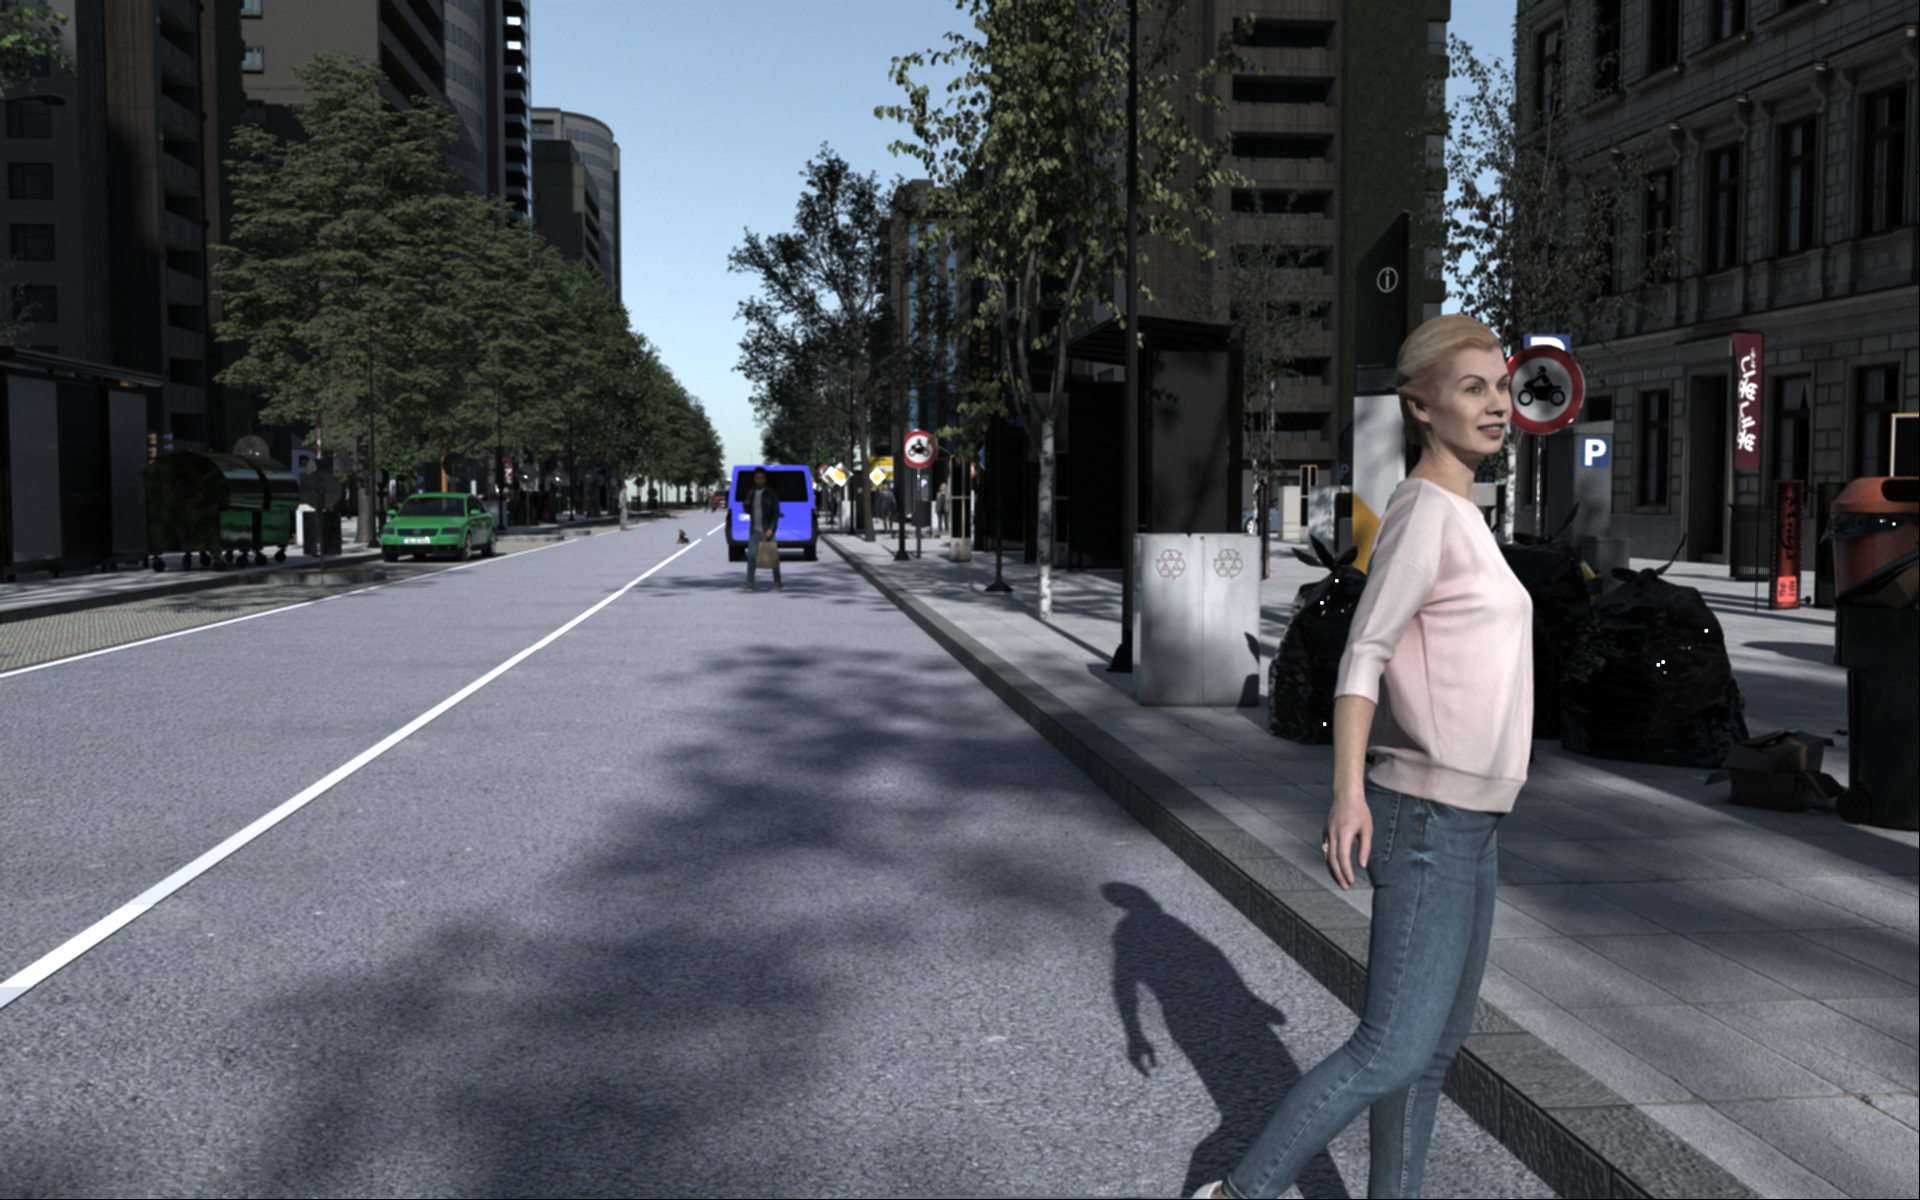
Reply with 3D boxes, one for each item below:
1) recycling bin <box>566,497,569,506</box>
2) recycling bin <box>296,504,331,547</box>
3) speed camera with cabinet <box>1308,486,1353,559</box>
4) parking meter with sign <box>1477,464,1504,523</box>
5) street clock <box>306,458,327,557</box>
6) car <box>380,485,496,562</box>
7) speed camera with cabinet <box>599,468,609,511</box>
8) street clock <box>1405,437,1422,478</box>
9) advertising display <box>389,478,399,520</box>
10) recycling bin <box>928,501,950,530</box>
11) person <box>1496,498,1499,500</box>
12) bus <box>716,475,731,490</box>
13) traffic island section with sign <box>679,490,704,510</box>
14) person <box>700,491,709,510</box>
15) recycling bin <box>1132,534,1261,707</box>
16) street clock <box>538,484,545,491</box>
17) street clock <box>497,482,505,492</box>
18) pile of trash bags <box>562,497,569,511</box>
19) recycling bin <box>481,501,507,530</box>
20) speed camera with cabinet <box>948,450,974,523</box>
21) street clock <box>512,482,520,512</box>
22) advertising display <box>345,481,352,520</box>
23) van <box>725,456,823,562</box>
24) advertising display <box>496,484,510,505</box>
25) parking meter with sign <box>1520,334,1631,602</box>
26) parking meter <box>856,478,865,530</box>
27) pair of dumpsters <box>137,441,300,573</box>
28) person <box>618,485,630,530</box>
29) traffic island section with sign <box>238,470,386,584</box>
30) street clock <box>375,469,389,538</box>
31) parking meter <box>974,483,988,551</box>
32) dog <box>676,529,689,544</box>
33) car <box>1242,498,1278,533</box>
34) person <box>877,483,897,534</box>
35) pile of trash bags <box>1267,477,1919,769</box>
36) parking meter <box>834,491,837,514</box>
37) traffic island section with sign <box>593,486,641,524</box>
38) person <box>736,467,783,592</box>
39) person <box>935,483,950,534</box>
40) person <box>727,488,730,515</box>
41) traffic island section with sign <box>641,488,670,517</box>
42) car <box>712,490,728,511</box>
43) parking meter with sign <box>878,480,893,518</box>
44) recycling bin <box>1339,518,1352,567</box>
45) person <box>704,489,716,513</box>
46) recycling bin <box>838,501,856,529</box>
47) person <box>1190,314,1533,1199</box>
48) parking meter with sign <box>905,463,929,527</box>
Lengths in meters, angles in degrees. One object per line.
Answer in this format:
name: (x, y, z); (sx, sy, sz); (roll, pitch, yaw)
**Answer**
recycling bin: (-30.282, -7.328, 132.374); (0.722, 1.027, 0.722); (-1, 4, -23)
recycling bin: (-15.863, -1.835, 42.554); (0.722, 1.027, 0.722); (-1, 4, -9)
speed camera with cabinet: (7.882, -2.469, 34.697); (2.038, 3.252, 0.660); (-3, 4, -37)
parking meter with sign: (16.306, -3.517, 53.767); (0.543, 3.016, 1.738); (0, 4, 3)
street clock: (-13.091, -1.878, 35.273); (0.471, 2.002, 0.358); (3, 5, 41)
car: (-11.288, -1.763, 37.623); (1.959, 1.807, 4.718); (0, 4, -5)
speed camera with cabinet: (-26.754, -8.413, 131.890); (2.038, 3.252, 0.660); (2, 4, 26)
street clock: (4.506, -0.769, 17.142); (0.471, 2.002, 0.358); (-3, 5, -41)
advertising display: (-23.369, -4.056, 71.531); (0.123, 1.923, 0.974); (-2, 4, -34)
recycling bin: (-0.688, -3.047, 62.372); (0.722, 1.027, 0.722); (1, 4, 22)
person: (19.037, -3.277, 62.248); (0.590, 1.801, 0.661); (1, 4, 15)
bus: (-25.610, -12.211, 194.516); (2.948, 3.499, 13.247); (0, 4, -5)
traffic island section with sign: (-24.990, -9.266, 160.123); (1.989, 1.847, 2.006); (0, 4, -6)
person: (-22.959, -9.053, 157.227); (1.217, 1.735, 0.721); (0, 4, 6)
recycling bin: (1.460, 0.109, 10.772); (0.722, 1.027, 0.722); (0, 4, 1)
street clock: (-29.149, -7.104, 120.716); (0.471, 2.002, 0.358); (-2, 4, -33)
street clock: (-27.069, -5.971, 102.189); (0.358, 2.002, 0.471); (2, 4, 33)
pile of trash bags: (-30.321, -7.352, 129.951); (1.912, 1.369, 3.447); (-1, 4, -11)
recycling bin: (-16.846, -3.057, 62.544); (0.722, 1.027, 0.722); (3, 5, 43)
speed camera with cabinet: (0.494, -5.074, 77.295); (2.038, 3.252, 0.660); (2, 4, 33)
street clock: (-25.907, -5.900, 101.040); (0.358, 2.002, 0.471); (2, 4, 26)
advertising display: (-30.646, -4.991, 86.815); (0.123, 1.923, 0.974); (-2, 4, -30)
van: (-4.154, -2.088, 38.517); (2.240, 2.365, 5.245); (0, 4, -5)
advertising display: (-28.741, -6.335, 108.792); (0.974, 1.923, 0.123); (0, 4, 4)
parking meter with sign: (6.476, -1.339, 18.156); (0.543, 3.016, 1.738); (0, 4, -6)
parking meter: (-3.532, -3.474, 62.508); (0.399, 1.863, 0.255); (2, 4, 26)
pair of dumpsters: (-12.898, -1.699, 30.274); (1.574, 2.255, 4.437); (0, 4, -6)
person: (-13.387, -3.688, 68.901); (0.391, 1.810, 0.635); (-1, 4, -19)
traffic island section with sign: (-10.545, -1.209, 28.390); (1.989, 1.847, 2.006); (0, 4, -6)
street clock: (-16.767, -2.794, 50.246); (0.471, 2.002, 0.358); (3, 5, 39)
parking meter: (0.499, -1.880, 39.157); (0.372, 1.533, 0.369); (0, 3, 0)
dog: (-8.121, -1.845, 50.366); (0.550, 0.427, 0.748); (1, 4, 13)
car: (11.428, -2.949, 60.225); (4.499, 1.417, 2.014); (0, 4, -8)
person: (-2.512, -3.124, 59.698); (0.709, 1.813, 0.853); (0, 4, -3)
pile of trash bags: (3.394, 0.053, 8.894); (3.447, 1.369, 1.912); (0, 4, -4)
parking meter: (-8.022, -6.231, 110.287); (0.372, 1.533, 0.369); (0, 3, 0)
traffic island section with sign: (-16.570, -4.574, 83.407); (1.989, 1.847, 2.006); (0, 4, -6)
person: (-2.831, -1.010, 24.994); (0.794, 1.824, 0.713); (3, 5, 44)
person: (-0.464, -2.975, 57.324); (0.709, 1.800, 0.728); (1, 4, 9)
person: (-15.201, -6.486, 114.739); (0.583, 1.804, 0.606); (-2, 4, -35)
traffic island section with sign: (-19.542, -6.227, 110.446); (1.989, 1.847, 2.006); (0, 4, -6)
car: (-20.544, -8.680, 150.593); (2.281, 1.827, 5.304); (0, 4, -6)
parking meter with sign: (-3.746, -5.836, 91.674); (0.543, 3.016, 1.738); (-3, 4, -38)
recycling bin: (4.338, -0.324, 17.859); (0.722, 1.027, 0.722); (0, 4, -1)
person: (-19.141, -7.595, 132.643); (0.822, 1.834, 0.622); (1, 4, 12)
recycling bin: (-4.116, -3.162, 64.246); (0.722, 1.027, 0.722); (-1, 4, -12)
person: (0.682, 0.378, 2.985); (0.598, 1.740, 0.731); (1, 4, 13)
parking meter with sign: (-1.582, -4.437, 68.812); (0.543, 3.016, 1.738); (-2, 4, -25)
